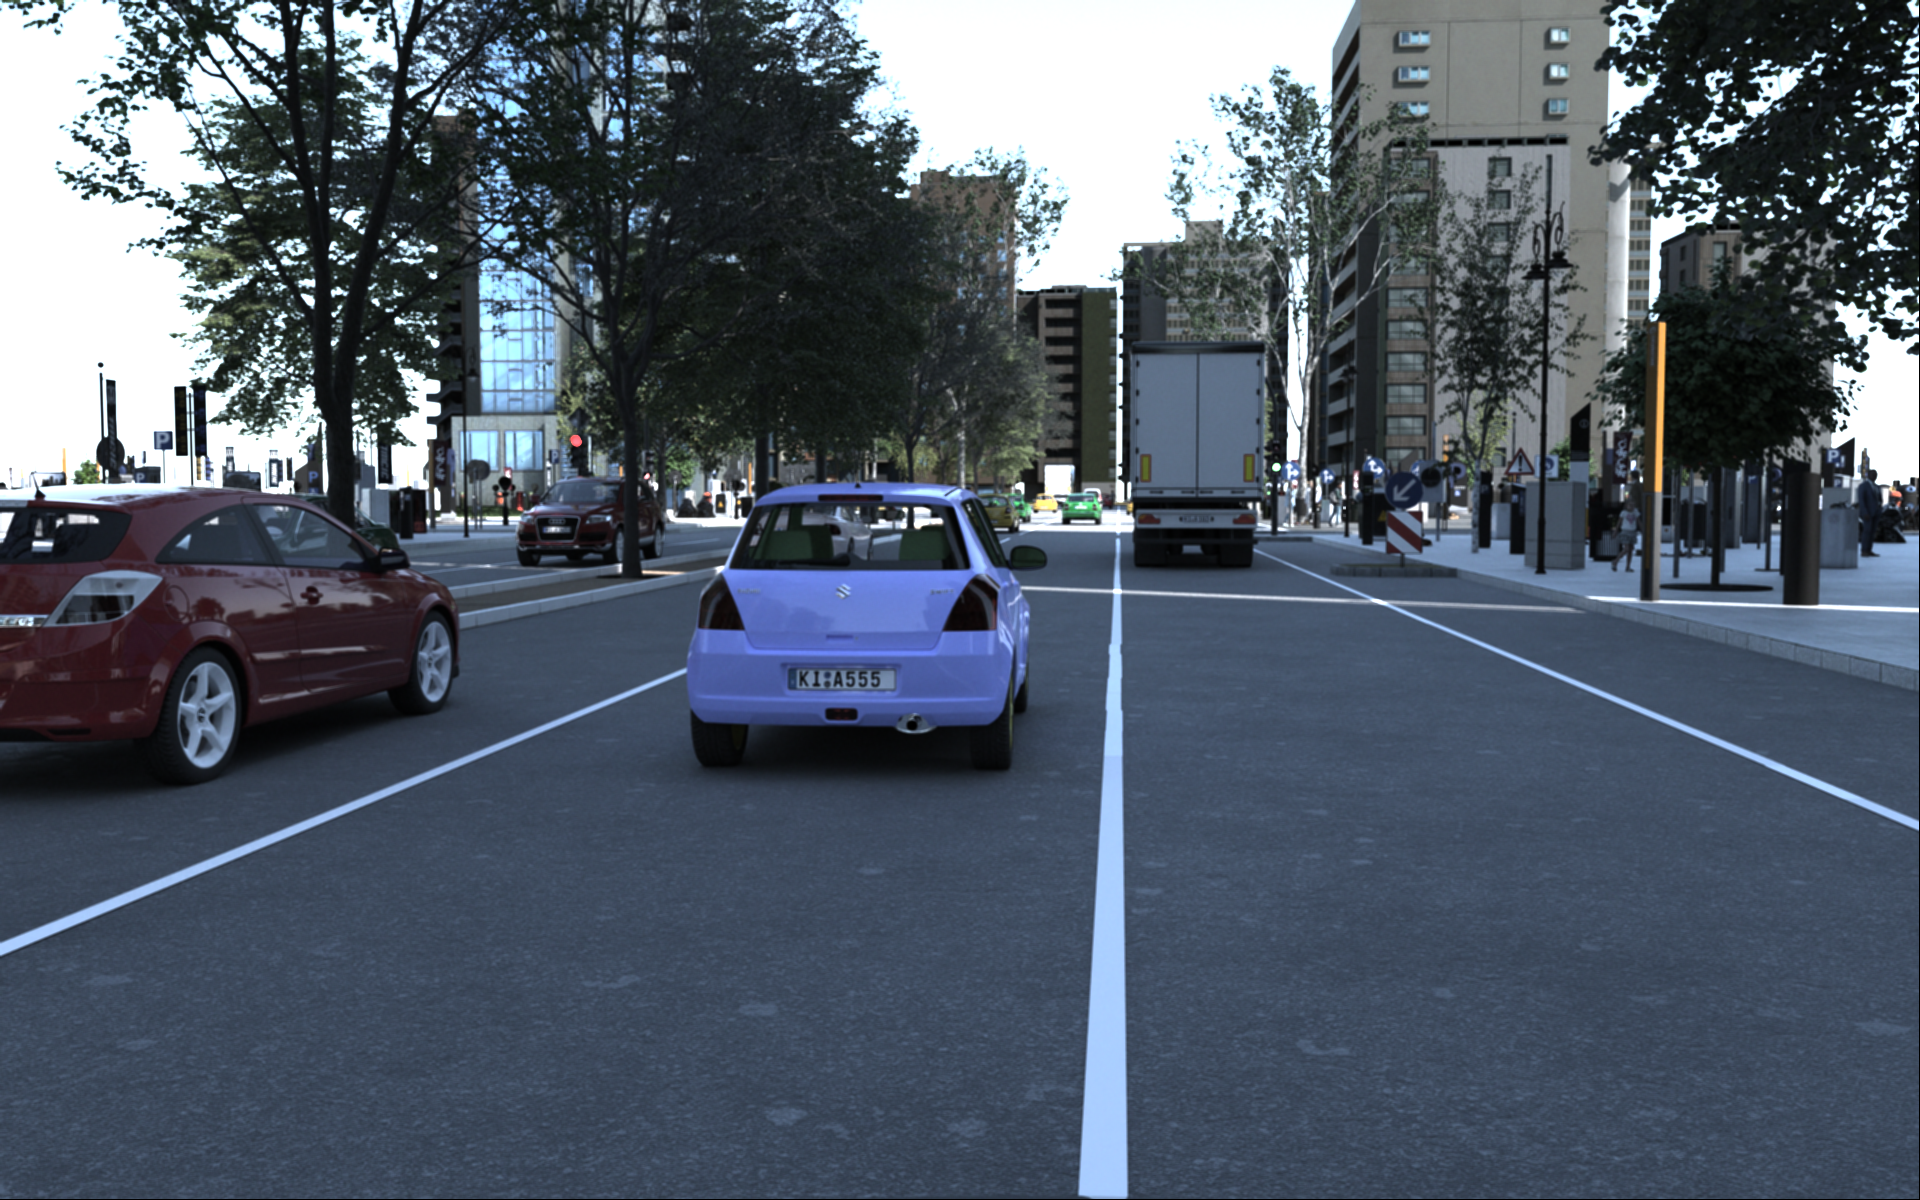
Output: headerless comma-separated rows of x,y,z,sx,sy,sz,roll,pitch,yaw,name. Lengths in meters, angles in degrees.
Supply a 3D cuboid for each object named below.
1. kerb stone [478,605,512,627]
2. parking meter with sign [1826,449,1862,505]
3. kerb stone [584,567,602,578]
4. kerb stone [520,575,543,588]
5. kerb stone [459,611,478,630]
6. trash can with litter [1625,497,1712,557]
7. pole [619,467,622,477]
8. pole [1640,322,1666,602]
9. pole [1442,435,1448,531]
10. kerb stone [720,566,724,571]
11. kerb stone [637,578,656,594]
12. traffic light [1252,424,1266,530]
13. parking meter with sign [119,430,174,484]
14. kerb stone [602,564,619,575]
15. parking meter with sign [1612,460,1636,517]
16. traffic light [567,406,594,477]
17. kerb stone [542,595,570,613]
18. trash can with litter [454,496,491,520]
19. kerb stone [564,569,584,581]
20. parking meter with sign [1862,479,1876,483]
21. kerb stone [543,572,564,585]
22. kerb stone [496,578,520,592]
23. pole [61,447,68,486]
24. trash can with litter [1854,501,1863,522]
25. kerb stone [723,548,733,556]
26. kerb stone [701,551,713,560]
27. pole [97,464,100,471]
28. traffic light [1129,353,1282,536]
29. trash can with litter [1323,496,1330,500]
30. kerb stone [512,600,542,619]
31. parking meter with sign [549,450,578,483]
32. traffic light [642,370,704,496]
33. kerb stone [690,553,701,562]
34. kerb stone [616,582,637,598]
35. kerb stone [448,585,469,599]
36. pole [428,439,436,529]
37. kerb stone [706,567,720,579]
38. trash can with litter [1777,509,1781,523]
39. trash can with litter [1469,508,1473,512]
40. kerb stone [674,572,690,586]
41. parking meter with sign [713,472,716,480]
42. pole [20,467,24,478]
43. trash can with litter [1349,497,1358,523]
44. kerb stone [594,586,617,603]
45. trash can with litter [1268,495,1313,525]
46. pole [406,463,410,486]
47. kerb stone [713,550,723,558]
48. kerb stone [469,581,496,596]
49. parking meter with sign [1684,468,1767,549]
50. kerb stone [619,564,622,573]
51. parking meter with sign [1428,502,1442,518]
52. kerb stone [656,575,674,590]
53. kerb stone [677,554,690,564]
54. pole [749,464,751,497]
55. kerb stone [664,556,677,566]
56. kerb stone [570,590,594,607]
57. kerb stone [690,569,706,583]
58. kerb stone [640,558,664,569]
-5.225,0.183,19.197,0.120,0.150,1.000,0,4,5,kerb stone
34.357,-4.357,67.490,1.738,3.016,0.543,-3,5,-41,parking meter with sign
-6.381,-0.454,29.621,0.120,0.150,1.000,0,4,5,kerb stone
-6.663,-0.267,26.568,0.120,0.150,1.000,0,4,5,kerb stone
-5.325,0.246,18.180,0.120,0.150,1.000,0,4,5,kerb stone
14.696,-1.512,35.785,2.233,1.210,1.678,0,4,7,trash can with litter
-21.710,-7.164,110.969,0.158,3.312,0.155,0,3,0,pole
8.276,-1.641,20.679,0.158,3.312,0.155,0,3,0,pole
16.821,-4.050,60.055,0.158,3.312,0.155,0,3,0,pole
-4.194,-0.499,30.417,0.120,0.150,1.000,0,4,5,kerb stone
-4.668,-0.187,25.318,0.120,0.150,1.000,0,4,5,kerb stone
10.433,-4.435,61.433,0.839,4.253,0.868,0,4,5,traffic light
-21.896,-3.081,46.636,0.543,3.016,1.738,0,4,7,parking meter with sign
-6.282,-0.517,30.641,0.120,0.150,1.000,0,4,5,kerb stone
33.612,-5.655,88.722,0.543,3.016,1.738,-3,5,-45,parking meter with sign
-12.169,-4.070,55.467,0.839,4.253,0.868,0,4,5,traffic light
-5.036,0.064,21.233,0.120,0.150,1.000,0,4,5,kerb stone
-24.089,-4.589,86.084,1.678,1.210,2.233,-2,4,-34,trash can with litter
-6.467,-0.392,28.603,0.120,0.150,1.000,0,4,5,kerb stone
40.376,-5.015,78.250,1.738,3.016,0.543,-1,4,-21,parking meter with sign
-6.570,-0.330,27.586,0.120,0.150,1.000,0,4,5,kerb stone
-6.752,-0.205,25.543,0.120,0.150,1.000,0,4,5,kerb stone
-38.833,-4.972,75.137,0.158,3.312,0.155,0,3,0,pole
26.906,-2.510,52.428,1.055,1.170,0.624,2,4,24,trash can with litter
-5.441,-1.078,39.836,0.120,0.150,1.000,0,4,5,kerb stone
-5.628,-0.953,37.784,0.120,0.150,1.000,0,4,5,kerb stone
-45.741,-6.004,92.007,0.158,3.312,0.155,0,3,0,pole
7.611,-4.823,53.531,4.771,5.953,1.251,0,4,5,traffic light
18.792,-4.729,88.706,0.624,1.170,1.055,0,4,5,trash can with litter
-5.134,0.123,20.215,0.120,0.150,1.000,0,4,5,kerb stone
-15.210,-4.383,67.918,1.738,3.016,0.543,1,4,22,parking meter with sign
-9.347,-5.419,63.263,4.771,5.953,1.251,0,4,5,traffic light
-5.723,-0.891,36.767,0.120,0.150,1.000,0,4,5,kerb stone
-4.761,-0.128,24.294,0.120,0.150,1.000,0,4,5,kerb stone
-6.948,-0.080,23.498,0.120,0.150,1.000,0,4,5,kerb stone
-19.595,-4.308,64.278,0.158,3.312,0.155,0,3,0,pole
-4.288,-0.440,29.395,0.120,0.150,1.000,0,4,5,kerb stone
19.475,-1.747,39.951,1.055,1.170,0.624,1,4,9,trash can with litter
36.891,-6.873,123.765,1.055,1.170,0.624,-2,4,-31,trash can with litter
-4.486,-0.316,27.360,0.120,0.150,1.000,0,4,5,kerb stone
-16.194,-7.338,116.239,0.543,3.016,1.738,1,4,16,parking meter with sign
-71.435,-8.447,131.957,0.158,3.312,0.155,0,3,0,pole
17.766,-4.022,77.149,1.055,1.170,0.624,0,4,-1,trash can with litter
-4.848,-0.061,23.273,0.120,0.150,1.000,0,4,5,kerb stone
14.007,-3.775,72.774,2.233,1.210,1.678,0,4,1,trash can with litter
-36.285,-7.343,113.895,0.158,3.312,0.155,0,3,0,pole
-5.535,-1.016,38.815,0.120,0.150,1.000,0,4,5,kerb stone
-6.850,-0.142,24.520,0.120,0.150,1.000,0,4,5,kerb stone
18.065,-2.733,40.941,1.738,3.016,0.543,3,5,45,parking meter with sign
-6.191,-0.579,31.659,0.120,0.150,1.000,0,4,5,kerb stone
25.470,-5.927,93.172,0.543,3.016,1.738,-2,4,-34,parking meter with sign
-4.575,-0.253,26.335,0.120,0.150,1.000,0,4,5,kerb stone
-5.815,-0.829,35.742,0.120,0.150,1.000,0,4,5,kerb stone
-13.616,-7.251,112.399,0.158,3.312,0.155,0,3,0,pole
-5.912,-0.766,34.724,0.120,0.150,1.000,0,4,5,kerb stone
-4.945,0.005,22.256,0.120,0.150,1.000,0,4,5,kerb stone
-4.378,-0.378,28.377,0.120,0.150,1.000,0,4,5,kerb stone
-6.000,-0.704,33.706,0.120,0.150,1.000,0,4,5,kerb stone
